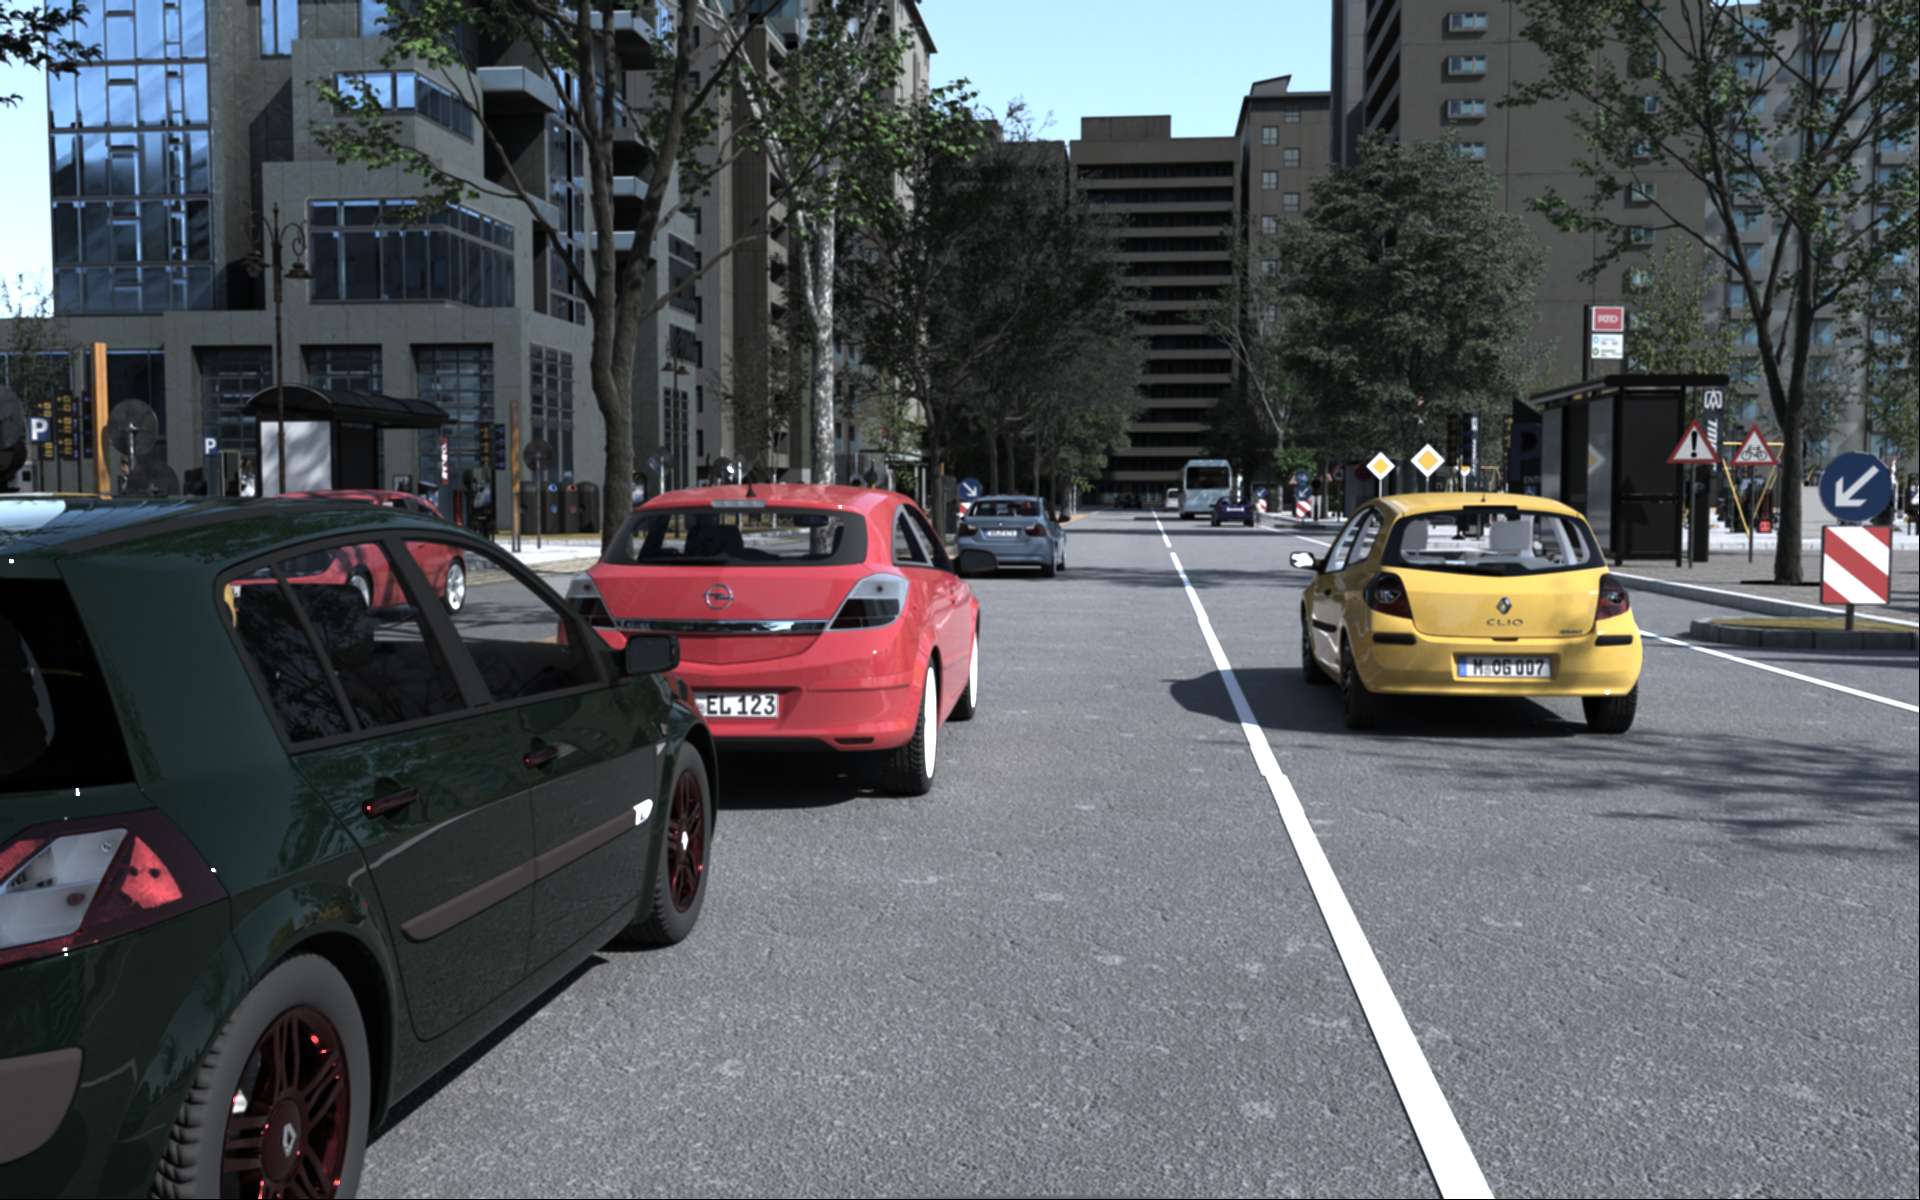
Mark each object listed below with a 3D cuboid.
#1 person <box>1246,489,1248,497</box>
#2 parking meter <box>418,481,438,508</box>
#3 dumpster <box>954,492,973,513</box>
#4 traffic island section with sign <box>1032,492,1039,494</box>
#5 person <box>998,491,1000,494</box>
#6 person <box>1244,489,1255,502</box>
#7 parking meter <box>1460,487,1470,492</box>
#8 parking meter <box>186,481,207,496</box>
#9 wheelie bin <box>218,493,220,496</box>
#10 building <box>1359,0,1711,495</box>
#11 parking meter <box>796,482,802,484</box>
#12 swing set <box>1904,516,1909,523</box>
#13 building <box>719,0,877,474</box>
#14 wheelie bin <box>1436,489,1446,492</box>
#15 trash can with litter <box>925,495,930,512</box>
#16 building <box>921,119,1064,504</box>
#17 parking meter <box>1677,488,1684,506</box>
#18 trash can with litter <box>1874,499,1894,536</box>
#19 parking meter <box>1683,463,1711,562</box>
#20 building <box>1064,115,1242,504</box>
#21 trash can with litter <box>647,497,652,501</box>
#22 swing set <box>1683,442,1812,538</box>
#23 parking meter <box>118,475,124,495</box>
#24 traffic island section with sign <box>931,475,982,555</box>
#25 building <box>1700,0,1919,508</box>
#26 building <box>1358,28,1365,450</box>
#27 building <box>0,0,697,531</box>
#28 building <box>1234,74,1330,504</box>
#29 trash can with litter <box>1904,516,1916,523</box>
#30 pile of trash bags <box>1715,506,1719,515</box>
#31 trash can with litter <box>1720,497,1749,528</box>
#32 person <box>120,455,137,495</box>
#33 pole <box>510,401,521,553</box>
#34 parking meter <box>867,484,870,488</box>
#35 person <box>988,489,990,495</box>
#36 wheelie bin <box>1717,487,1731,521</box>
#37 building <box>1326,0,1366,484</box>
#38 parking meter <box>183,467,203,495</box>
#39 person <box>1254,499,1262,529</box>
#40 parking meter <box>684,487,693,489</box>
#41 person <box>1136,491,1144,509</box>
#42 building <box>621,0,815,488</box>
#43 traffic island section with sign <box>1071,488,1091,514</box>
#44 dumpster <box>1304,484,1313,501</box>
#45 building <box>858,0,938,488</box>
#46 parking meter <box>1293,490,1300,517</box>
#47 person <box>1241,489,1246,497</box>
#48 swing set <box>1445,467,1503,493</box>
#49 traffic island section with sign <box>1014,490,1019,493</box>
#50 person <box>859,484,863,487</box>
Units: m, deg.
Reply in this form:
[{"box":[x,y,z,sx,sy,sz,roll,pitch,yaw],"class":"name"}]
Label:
[{"box":[26.669,-9.387,160.437,0.541,1.710,0.530,-2,4,-34],"class":"person"},{"box":[-10.083,-1.496,32.878,0.372,1.533,0.369,0,3,0],"class":"parking meter"},{"box":[0.059,-6.148,108.741,1.865,1.857,1.264,0,4,7],"class":"dumpster"},{"box":[7.830,-10.404,178.737,1.989,1.847,2.006,0,4,6],"class":"traffic island section with sign"},{"box":[3.765,-10.555,179.411,0.742,1.727,0.445,1,4,22],"class":"person"},{"box":[26.431,-9.275,158.398,1.217,1.735,0.721,3,5,41],"class":"person"},{"box":[17.404,-3.141,59.764,0.372,1.533,0.369,0,3,0],"class":"parking meter"},{"box":[-14.642,-1.520,33.261,0.372,1.533,0.369,0,3,0],"class":"parking meter"},{"box":[-49.612,-6.658,116.769,0.980,1.594,0.693,2,4,25],"class":"wheelie bin"},{"box":[42.987,-31.122,132.544,21.300,48.544,21.600,0,4,6],"class":"building"},{"box":[-8.062,-4.934,86.374,0.399,1.863,0.255,3,5,42],"class":"parking meter"},{"box":[42.631,-4.684,74.208,2.862,2.851,3.119,0,4,8],"class":"swing set"},{"box":[-19.869,-31.937,141.777,23.786,49.044,30.456,0,4,6],"class":"building"},{"box":[29.468,-6.021,106.354,0.980,1.594,0.693,2,4,29],"class":"wheelie bin"},{"box":[-2.062,-6.846,122.997,1.678,1.210,2.233,1,4,11],"class":"trash can with litter"},{"box":[3.654,-36.924,227.408,21.600,48.544,21.300,0,4,6],"class":"building"},{"box":[46.483,-6.480,111.652,0.399,1.863,0.255,-1,4,-13],"class":"parking meter"},{"box":[26.621,-2.361,49.992,0.624,1.170,1.055,2,4,32],"class":"trash can with litter"},{"box":[13.959,-1.654,32.757,0.399,1.863,0.255,2,4,25],"class":"parking meter"},{"box":[25.104,-36.768,224.860,21.600,48.544,21.300,0,4,6],"class":"building"},{"box":[-9.971,-2.838,57.793,1.055,1.170,0.624,1,4,17],"class":"trash can with litter"},{"box":[23.979,-3.377,52.833,3.119,2.851,2.862,-1,4,-22],"class":"swing set"},{"box":[-25.892,-2.940,53.781,0.399,1.863,0.255,-1,4,-17],"class":"parking meter"},{"box":[-0.446,-2.023,41.215,2.006,1.907,1.989,0,4,6],"class":"traffic island section with sign"},{"box":[80.663,-33.695,170.529,30.456,49.044,23.786,0,4,6],"class":"building"},{"box":[41.799,-28.576,150.805,14.154,41.232,14.086,0,4,6],"class":"building"},{"box":[-24.575,-46.564,73.986,22.319,86.520,31.000,0,4,6],"class":"building"},{"box":[49.879,-38.918,225.551,27.495,52.752,28.713,0,4,6],"class":"building"},{"box":[42.796,-4.060,77.760,0.624,1.170,1.055,0,4,-6],"class":"trash can with litter"},{"box":[48.677,-6.039,108.496,1.912,1.369,3.447,3,5,40],"class":"pile of trash bags"},{"box":[29.440,-3.327,65.791,1.055,1.170,0.624,-2,4,-26],"class":"trash can with litter"},{"box":[-11.565,-1.120,24.269,0.656,1.842,0.836,0,4,2],"class":"person"},{"box":[-9.759,-2.700,37.993,0.158,3.312,0.155,0,3,0],"class":"pole"},{"box":[-5.436,-6.027,104.252,0.255,1.863,0.399,-1,4,-13],"class":"parking meter"},{"box":[2.823,-10.032,170.579,0.721,1.766,1.217,1,4,12],"class":"person"},{"box":[35.978,-4.485,81.241,0.693,1.594,0.980,-2,4,-28],"class":"wheelie bin"},{"box":[47.269,-38.503,171.516,21.231,58.520,28.212,0,4,6],"class":"building"},{"box":[-16.471,-1.928,37.233,0.399,1.863,0.255,-1,4,-21],"class":"parking meter"},{"box":[12.052,-3.479,70.072,0.332,1.250,0.352,-1,4,-15],"class":"person"},{"box":[-9.673,-3.277,61.994,0.372,1.533,0.369,0,3,0],"class":"parking meter"},{"box":[17.462,-9.847,170.175,1.217,1.739,0.721,1,4,8],"class":"person"},{"box":[-17.026,-20.420,105.562,14.160,30.474,14.107,0,4,6],"class":"building"},{"box":[8.343,-7.043,123.293,2.006,1.907,1.989,0,4,6],"class":"traffic island section with sign"},{"box":[20.109,-5.653,98.189,1.264,1.857,1.865,0,4,6],"class":"dumpster"},{"box":[-17.601,-36.079,179.123,27.495,52.752,28.713,0,4,6],"class":"building"},{"box":[18.941,-5.448,97.493,0.372,1.533,0.369,0,3,0],"class":"parking meter"},{"box":[32.405,-11.686,197.100,1.348,1.826,0.705,-2,4,-32],"class":"person"},{"box":[29.678,-6.284,100.369,3.119,2.851,2.862,-1,4,-14],"class":"swing set"},{"box":[4.885,-8.725,151.282,1.989,1.847,2.006,0,4,6],"class":"traffic island section with sign"},{"box":[-4.686,-4.641,82.281,0.694,1.780,0.624,-3,5,-39],"class":"person"}]
